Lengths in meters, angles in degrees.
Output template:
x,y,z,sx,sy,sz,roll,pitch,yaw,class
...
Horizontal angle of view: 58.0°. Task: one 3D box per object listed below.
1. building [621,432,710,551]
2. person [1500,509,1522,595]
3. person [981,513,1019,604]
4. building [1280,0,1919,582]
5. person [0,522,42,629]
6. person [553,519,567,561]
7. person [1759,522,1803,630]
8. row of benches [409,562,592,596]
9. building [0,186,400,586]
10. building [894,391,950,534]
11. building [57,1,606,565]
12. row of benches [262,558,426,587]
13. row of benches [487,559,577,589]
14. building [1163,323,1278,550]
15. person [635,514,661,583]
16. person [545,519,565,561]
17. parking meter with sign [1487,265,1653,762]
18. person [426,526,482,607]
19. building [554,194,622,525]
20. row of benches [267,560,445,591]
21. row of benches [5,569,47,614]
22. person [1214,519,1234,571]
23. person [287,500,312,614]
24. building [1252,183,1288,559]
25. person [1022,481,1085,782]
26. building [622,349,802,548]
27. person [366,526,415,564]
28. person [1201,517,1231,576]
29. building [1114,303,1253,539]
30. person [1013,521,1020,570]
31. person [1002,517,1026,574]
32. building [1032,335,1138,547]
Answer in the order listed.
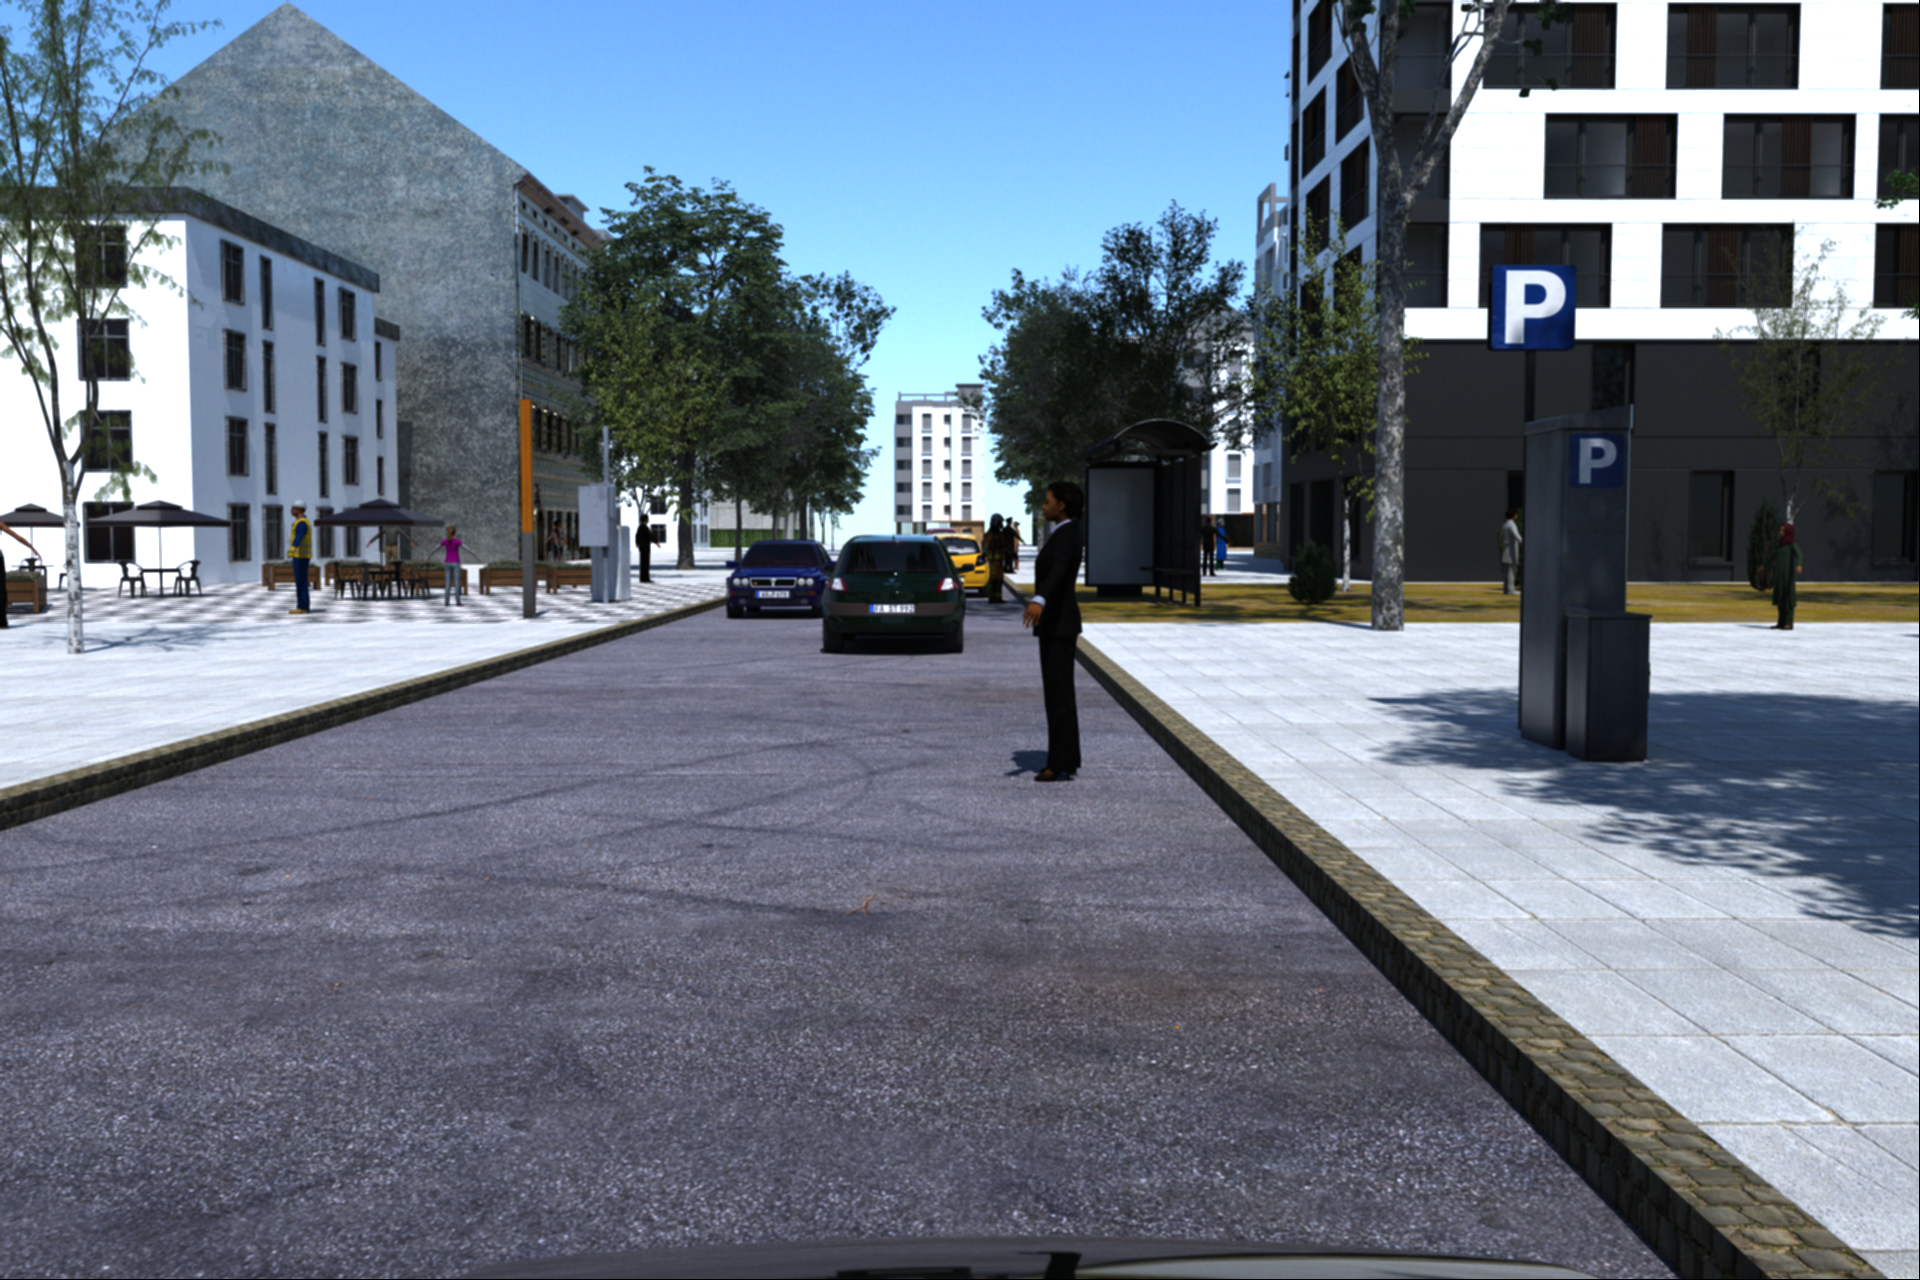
x,y,z,sx,sy,sz,roll,pitch,yaw,class
-26.032,-12.686,149.557,9.099,9.664,28.070,0,3,0,building
11.663,-1.859,36.584,0.705,1.806,1.347,0,4,-5,person
0.766,-1.667,35.482,0.705,1.858,1.354,2,4,32,person
25.105,-13.312,61.622,27.936,21.610,32.646,0,4,0,building
-13.090,-1.015,23.400,1.217,1.737,0.721,-2,4,-25,person
-14.545,-3.472,62.913,0.704,1.843,1.345,0,4,2,person
11.034,-0.860,23.278,0.599,1.438,0.989,0,4,-4,person
-9.555,-1.311,36.905,4.104,0.672,1.422,-2,4,-28,row of benches
-23.271,-6.965,56.022,9.099,9.664,28.070,0,4,0,building
-7.989,-22.149,221.015,11.380,20.090,16.016,0,4,-5,building
-27.860,-15.299,81.067,19.493,23.208,18.063,0,4,-1,building
-15.130,-1.689,43.076,4.104,0.672,1.422,-1,4,-16,row of benches
-10.415,-1.632,42.139,1.422,0.672,4.104,-3,4,-36,row of benches
23.413,-18.326,156.050,16.016,20.090,11.380,0,4,0,building
-8.275,-2.413,45.631,0.705,1.806,1.347,-3,4,-36,person
-15.018,-3.585,64.466,0.705,1.847,1.347,-3,5,-42,person
3.713,-0.871,10.499,0.543,3.016,1.738,0,3,0,parking meter with sign
-8.971,-1.309,30.675,0.991,1.433,0.599,0,3,0,person
-26.594,-14.760,97.739,16.016,20.090,11.380,0,4,0,building
-13.844,-1.513,40.205,4.104,0.672,1.422,-2,4,-29,row of benches
-15.906,-0.849,29.342,1.422,0.672,4.104,-2,4,-26,row of benches
9.076,-3.304,60.144,0.704,1.817,1.347,3,4,38,person
-10.634,-1.338,27.844,0.705,1.833,1.349,-1,4,-16,person
21.339,-14.568,94.605,16.016,20.090,11.380,0,4,0,building
0.508,-0.059,10.142,0.721,1.740,1.216,1,4,9,person
-25.735,-19.135,179.320,16.747,18.905,31.486,0,4,0,building
-15.729,-2.547,47.917,1.348,1.796,0.705,0,4,2,person
7.612,-2.857,52.942,1.346,1.802,0.704,2,4,30,person
23.150,-20.620,168.067,19.493,23.208,18.063,0,4,-1,building
1.909,-3.364,61.804,0.721,1.733,1.217,-1,4,-16,person
1.612,-3.069,56.111,0.705,1.837,1.347,-3,5,-40,person
21.916,-21.396,193.804,27.936,21.610,32.646,0,4,0,building
